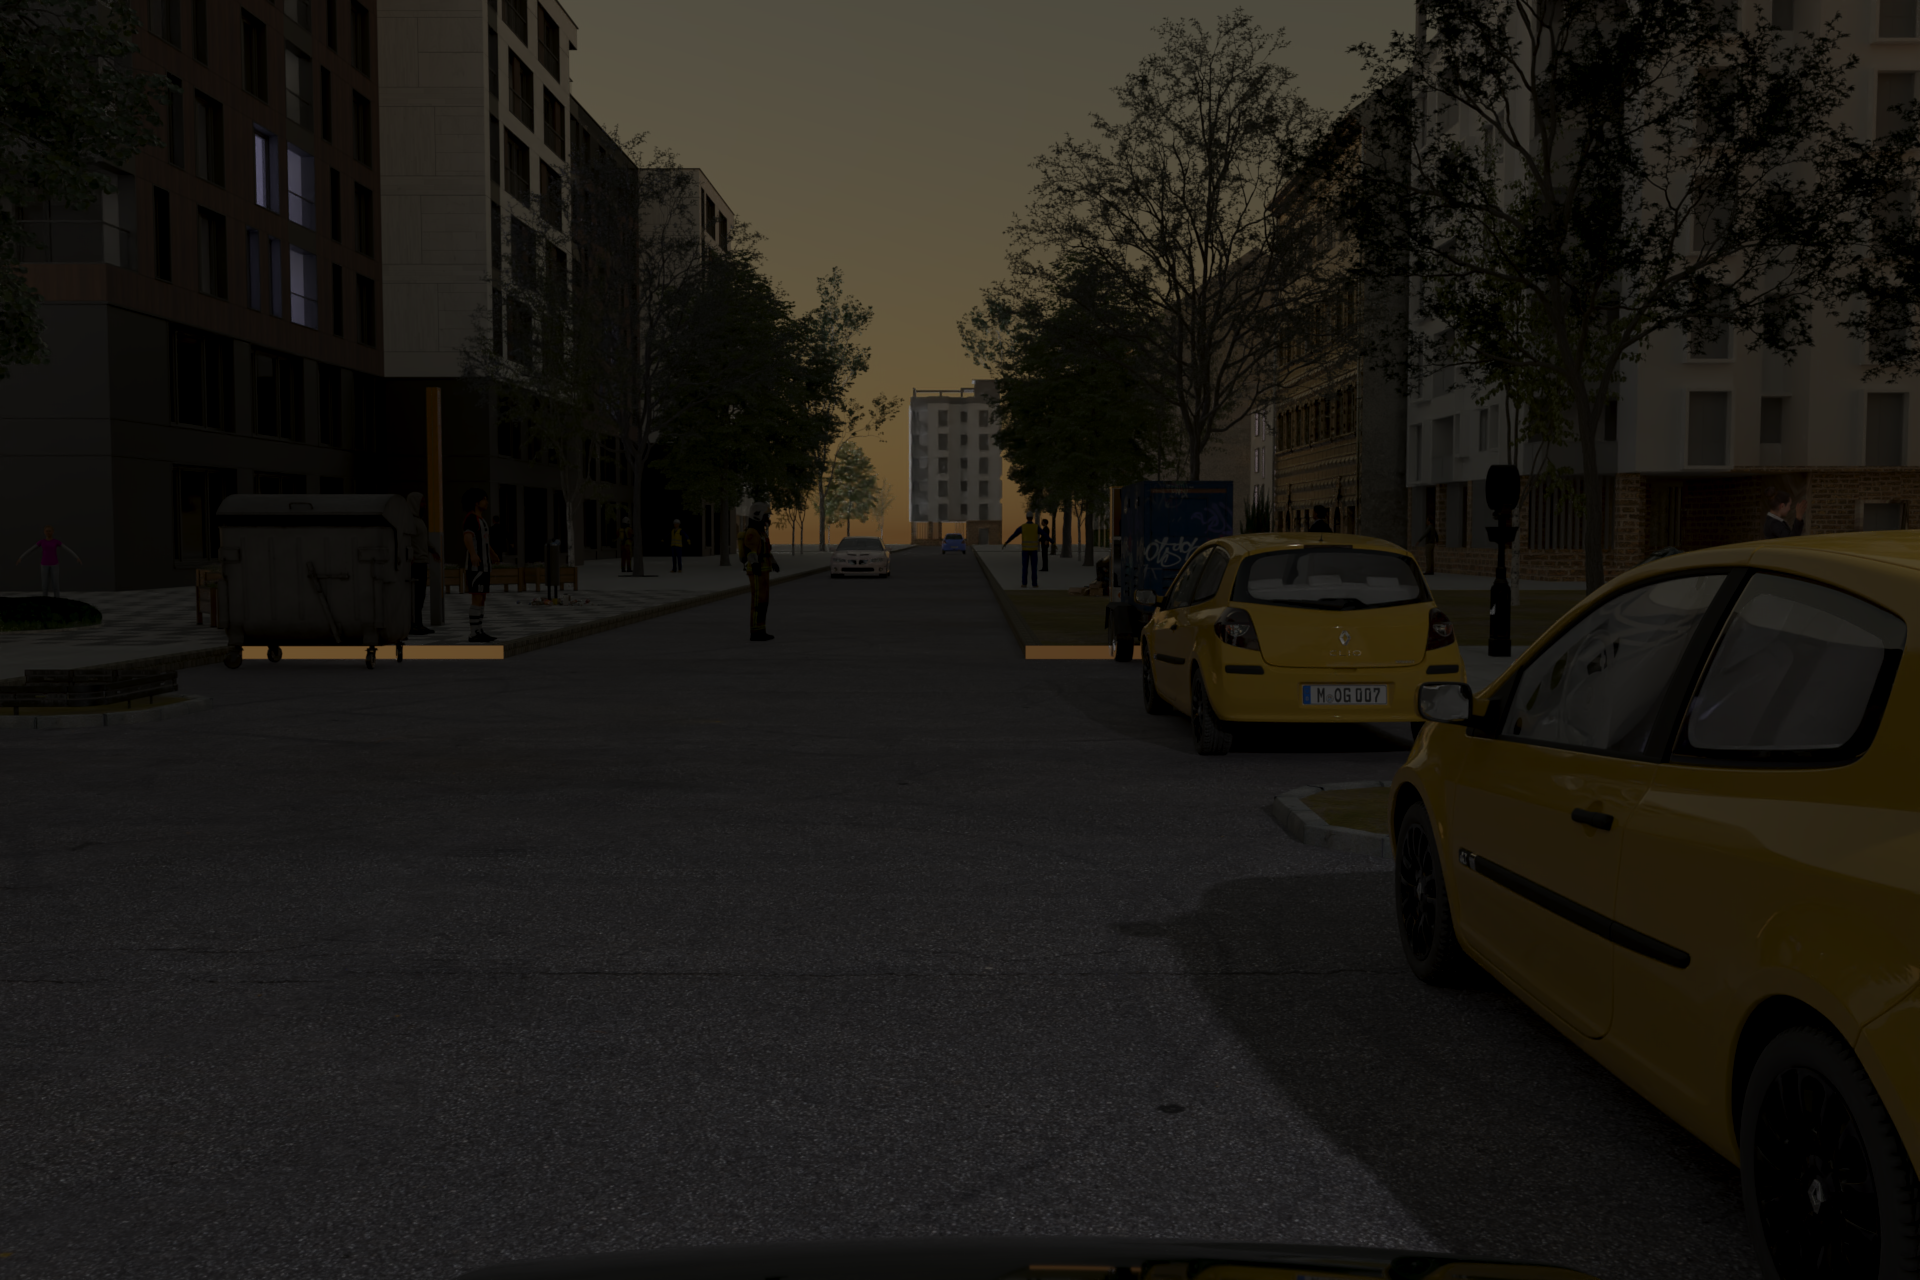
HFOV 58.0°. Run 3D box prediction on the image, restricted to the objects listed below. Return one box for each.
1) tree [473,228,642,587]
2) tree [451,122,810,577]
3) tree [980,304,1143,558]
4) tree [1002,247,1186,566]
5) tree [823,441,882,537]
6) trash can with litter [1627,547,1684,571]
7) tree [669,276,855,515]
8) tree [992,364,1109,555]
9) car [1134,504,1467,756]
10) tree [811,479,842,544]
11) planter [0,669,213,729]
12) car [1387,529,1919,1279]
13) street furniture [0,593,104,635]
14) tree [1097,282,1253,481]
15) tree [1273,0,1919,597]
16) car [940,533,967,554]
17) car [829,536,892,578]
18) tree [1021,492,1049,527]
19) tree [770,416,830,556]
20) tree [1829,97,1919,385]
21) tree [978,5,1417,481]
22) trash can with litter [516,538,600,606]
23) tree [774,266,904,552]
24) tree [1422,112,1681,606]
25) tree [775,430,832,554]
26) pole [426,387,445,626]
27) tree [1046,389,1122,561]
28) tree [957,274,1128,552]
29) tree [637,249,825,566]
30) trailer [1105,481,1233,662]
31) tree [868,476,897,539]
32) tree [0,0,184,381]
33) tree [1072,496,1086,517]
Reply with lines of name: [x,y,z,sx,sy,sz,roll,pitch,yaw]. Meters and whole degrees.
tree: [-9.412,-5.611,42.105,4.360,8.622,3.978,0,3,0]
tree: [-9.702,-8.644,51.702,12.009,13.543,11.850,0,3,0]
tree: [5.779,-11.449,93.841,9.857,13.997,8.962,0,3,0]
tree: [5.328,-9.238,69.164,7.486,12.596,7.792,0,3,0]
tree: [-13.167,-17.886,210.565,7.486,12.596,7.792,0,3,0]
trash can with litter: [5.836,-0.232,15.174,1.055,1.170,0.624,0,4,0]
tree: [-9.647,-10.813,83.442,9.857,13.997,8.962,0,3,0]
tree: [5.826,-10.934,104.519,9.928,11.665,9.643,0,3,0]
car: [2.345,-0.148,12.644,2.015,1.641,3.980,0,4,-1]
tree: [-16.720,-16.351,217.695,4.737,8.622,4.395,0,3,0]
planter: [-7.119,0.454,13.716,1.991,0.319,1.994,0,3,0]
car: [2.300,0.358,4.371,2.015,1.641,3.980,0,4,0]
street furniture: [-16.881,-0.405,22.244,10.072,0.657,5.734,0,4,6]
tree: [5.657,-6.104,50.160,4.360,8.622,3.978,0,3,0]
tree: [8.470,-5.409,22.845,8.767,10.594,7.601,0,4,8]
car: [-0.449,-6.984,123.782,1.945,1.707,3.694,0,4,-1]
car: [-3.286,-2.773,57.694,2.083,1.381,4.827,0,4,0]
tree: [10.082,-16.130,214.095,4.360,8.622,3.978,0,3,0]
tree: [-10.009,-9.325,102.831,4.360,8.622,3.978,0,3,0]
tree: [17.652,-5.689,27.420,7.601,10.594,8.767,0,4,3]
tree: [5.620,-7.978,40.807,12.009,13.543,11.850,0,3,0]
trash can with litter: [-7.289,-1.269,31.812,1.678,1.210,2.233,0,4,0]
tree: [-10.403,-16.454,124.919,12.611,20.169,13.585,0,3,0]
tree: [10.107,-4.910,30.643,4.737,8.622,4.395,0,3,0]
tree: [-9.951,-9.680,108.630,4.360,8.622,3.978,0,3,0]
pole: [-7.334,-1.858,24.221,0.158,3.312,0.155,0,3,0]
tree: [5.673,-7.973,80.727,4.737,8.622,4.395,0,3,0]
tree: [6.846,-16.259,121.719,12.611,20.169,13.585,0,3,0]
tree: [-9.266,-9.227,68.995,7.486,12.596,7.792,0,3,0]
trailer: [2.444,-0.820,20.456,1.471,1.999,3.904,0,4,0]
tree: [-9.609,-16.366,217.948,4.360,8.622,3.978,0,3,0]
tree: [-12.645,-6.744,16.927,9.857,13.997,8.962,0,3,0]
tree: [16.686,-17.015,212.610,7.601,10.594,8.767,0,4,2]
